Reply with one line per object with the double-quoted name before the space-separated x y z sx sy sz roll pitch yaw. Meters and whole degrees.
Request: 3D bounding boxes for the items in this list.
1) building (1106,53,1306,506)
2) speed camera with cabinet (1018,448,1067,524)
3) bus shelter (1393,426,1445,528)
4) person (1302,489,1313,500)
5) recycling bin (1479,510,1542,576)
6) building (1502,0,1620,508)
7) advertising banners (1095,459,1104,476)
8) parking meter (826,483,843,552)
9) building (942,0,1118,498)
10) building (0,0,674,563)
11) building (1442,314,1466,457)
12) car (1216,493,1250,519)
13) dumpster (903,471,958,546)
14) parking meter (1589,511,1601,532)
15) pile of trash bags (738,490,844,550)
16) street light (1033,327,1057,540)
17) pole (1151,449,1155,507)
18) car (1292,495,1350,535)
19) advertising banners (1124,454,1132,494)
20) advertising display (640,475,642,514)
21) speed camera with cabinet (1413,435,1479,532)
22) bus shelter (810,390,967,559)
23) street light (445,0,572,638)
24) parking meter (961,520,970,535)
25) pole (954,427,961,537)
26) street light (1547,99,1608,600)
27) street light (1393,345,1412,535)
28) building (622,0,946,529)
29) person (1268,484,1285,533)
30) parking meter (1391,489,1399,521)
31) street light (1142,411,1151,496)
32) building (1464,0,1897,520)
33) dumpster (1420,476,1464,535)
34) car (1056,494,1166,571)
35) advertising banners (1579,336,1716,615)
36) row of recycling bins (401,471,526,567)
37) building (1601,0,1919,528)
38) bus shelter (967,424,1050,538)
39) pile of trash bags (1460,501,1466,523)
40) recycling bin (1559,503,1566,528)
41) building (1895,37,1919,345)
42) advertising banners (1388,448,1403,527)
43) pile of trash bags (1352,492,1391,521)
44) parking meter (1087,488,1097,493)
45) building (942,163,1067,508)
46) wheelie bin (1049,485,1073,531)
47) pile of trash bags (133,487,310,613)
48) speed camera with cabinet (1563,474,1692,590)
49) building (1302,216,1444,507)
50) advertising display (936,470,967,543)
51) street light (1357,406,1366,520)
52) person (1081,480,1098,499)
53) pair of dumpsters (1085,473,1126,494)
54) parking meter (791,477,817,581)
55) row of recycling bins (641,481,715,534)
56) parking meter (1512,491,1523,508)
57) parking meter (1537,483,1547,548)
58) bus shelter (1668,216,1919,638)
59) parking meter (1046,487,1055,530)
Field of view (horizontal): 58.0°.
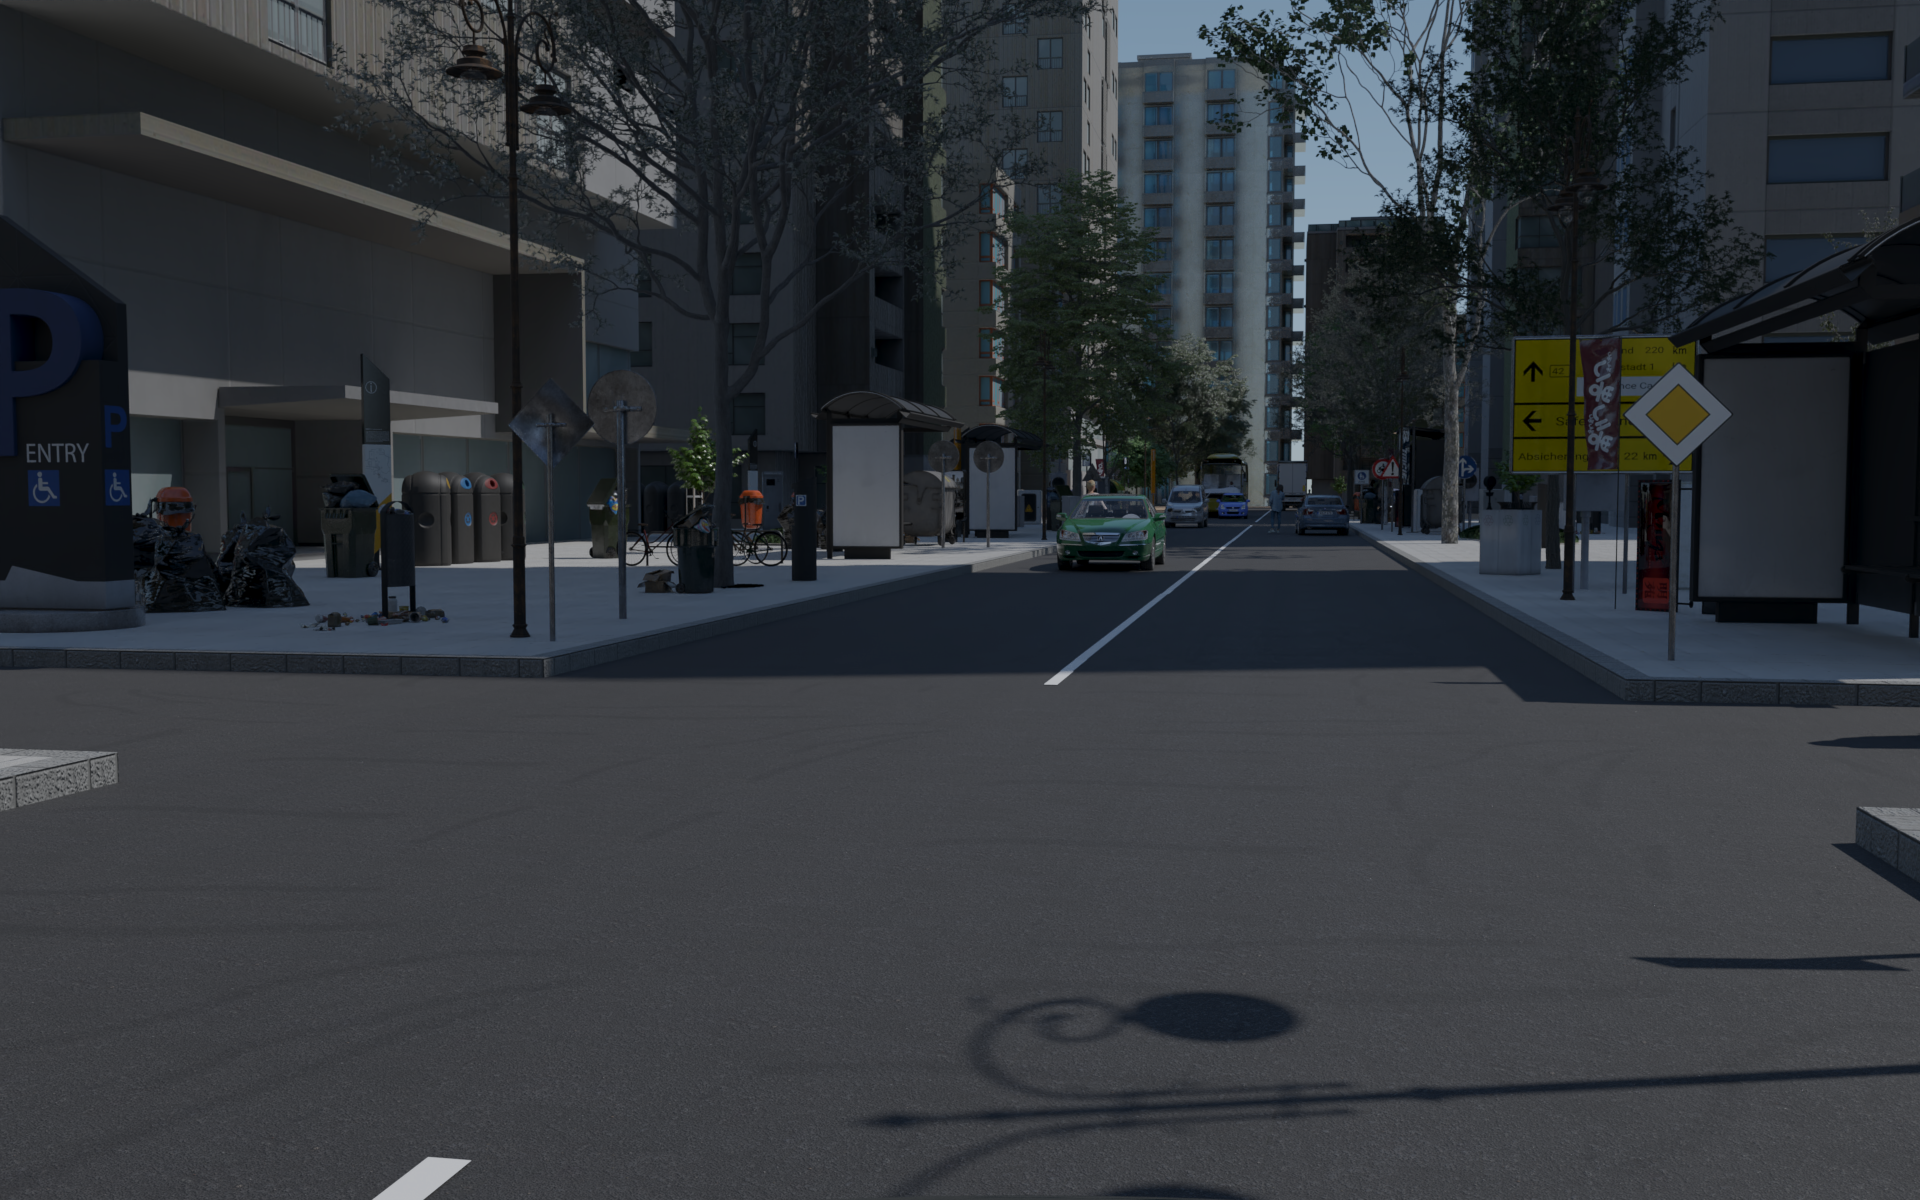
"building" 22.491 -34.970 191.359 30.456 49.044 23.786 1 4 11
"speed camera with cabinet" 3.495 -4.825 73.220 2.038 3.252 0.660 0 4 7
"bus shelter" 16.655 -4.350 62.404 1.731 3.624 6.357 1 4 11
"person" 27.727 -7.882 137.377 1.348 1.824 0.705 2 4 30
"recycling bin" 8.797 -0.925 27.676 0.722 1.027 0.722 -3 5 -42
"building" 35.955 -19.563 91.556 14.160 30.474 14.107 1 4 11
"advertising banners" 7.527 -5.435 85.046 2.074 3.025 0.090 3 4 36
"parking meter" -2.794 -1.846 38.595 0.372 1.533 0.369 0 3 0
"building" -1.054 -34.021 145.486 27.495 52.752 28.713 1 4 11
"building" -23.034 -27.507 38.984 28.713 52.752 27.495 1 4 11
"building" 65.665 -20.785 184.874 28.899 21.520 27.650 1 4 11
"car" 15.856 -5.558 100.457 1.945 1.707 3.694 1 4 9
"dumpster" -0.830 -2.302 43.395 1.264 1.857 1.865 1 4 11
"parking meter" 21.053 -2.996 57.390 0.372 1.533 0.369 0 3 0
"pile of trash bags" -3.799 -1.924 41.213 3.447 1.369 1.912 2 4 27
"street light" 2.351 -4.611 48.172 0.468 5.910 1.993 1 4 11
"pole" 8.787 -5.202 78.892 0.158 3.312 0.155 0 3 0
"car" 12.817 -3.020 61.386 2.014 1.417 4.499 1 4 9
"advertising banners" 7.145 -4.765 74.094 0.090 3.025 2.074 1 4 10
"advertising display" -10.565 -3.030 54.755 0.974 1.923 0.123 -1 4 -9
"speed camera with cabinet" 16.278 -3.893 57.991 2.038 3.252 0.660 0 4 4
"bus shelter" -1.413 -2.605 36.513 2.014 3.302 5.546 1 4 11
"street light" -3.945 -2.603 15.355 0.468 5.910 1.993 1 4 11
"parking meter" 0.133 -2.845 54.924 0.372 1.533 0.369 0 3 0
"pole" -0.073 -3.526 51.492 0.158 3.312 0.155 0 3 0
"street light" 7.365 -2.938 20.816 0.468 5.910 1.993 1 4 11
"street light" 13.719 -4.956 53.815 0.468 5.910 1.993 1 4 11
"building" -8.778 -18.202 69.312 14.160 30.474 14.107 1 4 11
"person" 11.700 -3.382 64.054 0.793 1.790 0.793 -3 5 -41
"parking meter" 20.093 -4.374 79.919 0.372 1.533 0.369 0 3 0
"street light" 8.659 -6.618 80.987 0.468 5.910 1.993 1 4 11
"building" 43.779 -34.820 111.304 21.231 58.520 28.212 1 4 11
"dumpster" 15.396 -3.029 55.284 1.264 1.857 1.865 1 4 11
"car" 3.027 -1.361 34.056 2.131 1.459 4.920 1 4 11
"advertising banners" 7.626 -1.384 18.809 0.090 3.025 2.074 -3 4 -38
"row of recycling bins" -9.247 -1.539 32.278 1.069 1.692 3.534 1 4 15
"building" 35.934 -31.931 64.078 21.231 58.520 28.212 1 4 11
"bus shelter" 1.357 -3.599 52.774 2.014 3.302 5.546 1 4 11
"pile of trash bags" 21.768 -4.155 77.692 1.912 1.369 3.447 0 4 -3
"recycling bin" 17.478 -2.343 50.863 0.722 1.027 0.722 0 4 -7
"building" 23.877 -22.903 24.571 14.200 45.320 14.600 1 4 11
"advertising banners" 17.022 -4.343 67.197 0.090 3.025 2.074 3 4 38
"pile of trash bags" 19.949 -4.486 83.098 1.912 1.369 3.447 -2 4 -23
"parking meter" 5.071 -3.550 66.445 0.372 1.533 0.369 0 3 0
"building" -8.985 -16.047 107.416 27.650 21.520 28.899 1 4 11
"wheelie bin" 3.484 -3.172 59.775 0.980 1.594 0.693 -3 4 -36
"pile of trash bags" -8.999 -0.650 20.387 1.912 1.369 3.447 -2 4 -35
"speed camera with cabinet" 9.251 -1.774 23.337 2.038 3.252 0.660 0 4 5
"building" 43.462 -25.154 182.974 14.107 30.474 14.160 1 4 11
"advertising display" -0.239 -2.499 46.080 0.974 1.923 0.123 3 4 37
"street light" 20.008 -6.963 86.633 0.468 5.910 1.993 1 4 11
"person" 3.046 -1.778 38.240 0.731 1.740 0.598 -1 4 -16
"pair of dumpsters" 6.568 -4.647 78.469 1.574 2.255 4.437 1 4 11
"parking meter" -2.309 -1.053 25.632 0.372 1.533 0.369 0 3 0
"row of recycling bins" -9.368 -2.994 56.072 3.534 1.692 1.069 1 4 22
"parking meter" 19.133 -3.124 59.485 0.372 1.533 0.369 0 3 0
"parking meter" 13.842 -1.991 40.966 0.372 1.533 0.369 0 3 0
"bus shelter" 7.626 -1.269 14.676 2.014 3.302 5.546 1 4 11
"parking meter" 3.243 -3.236 61.325 0.372 1.533 0.369 0 3 0
